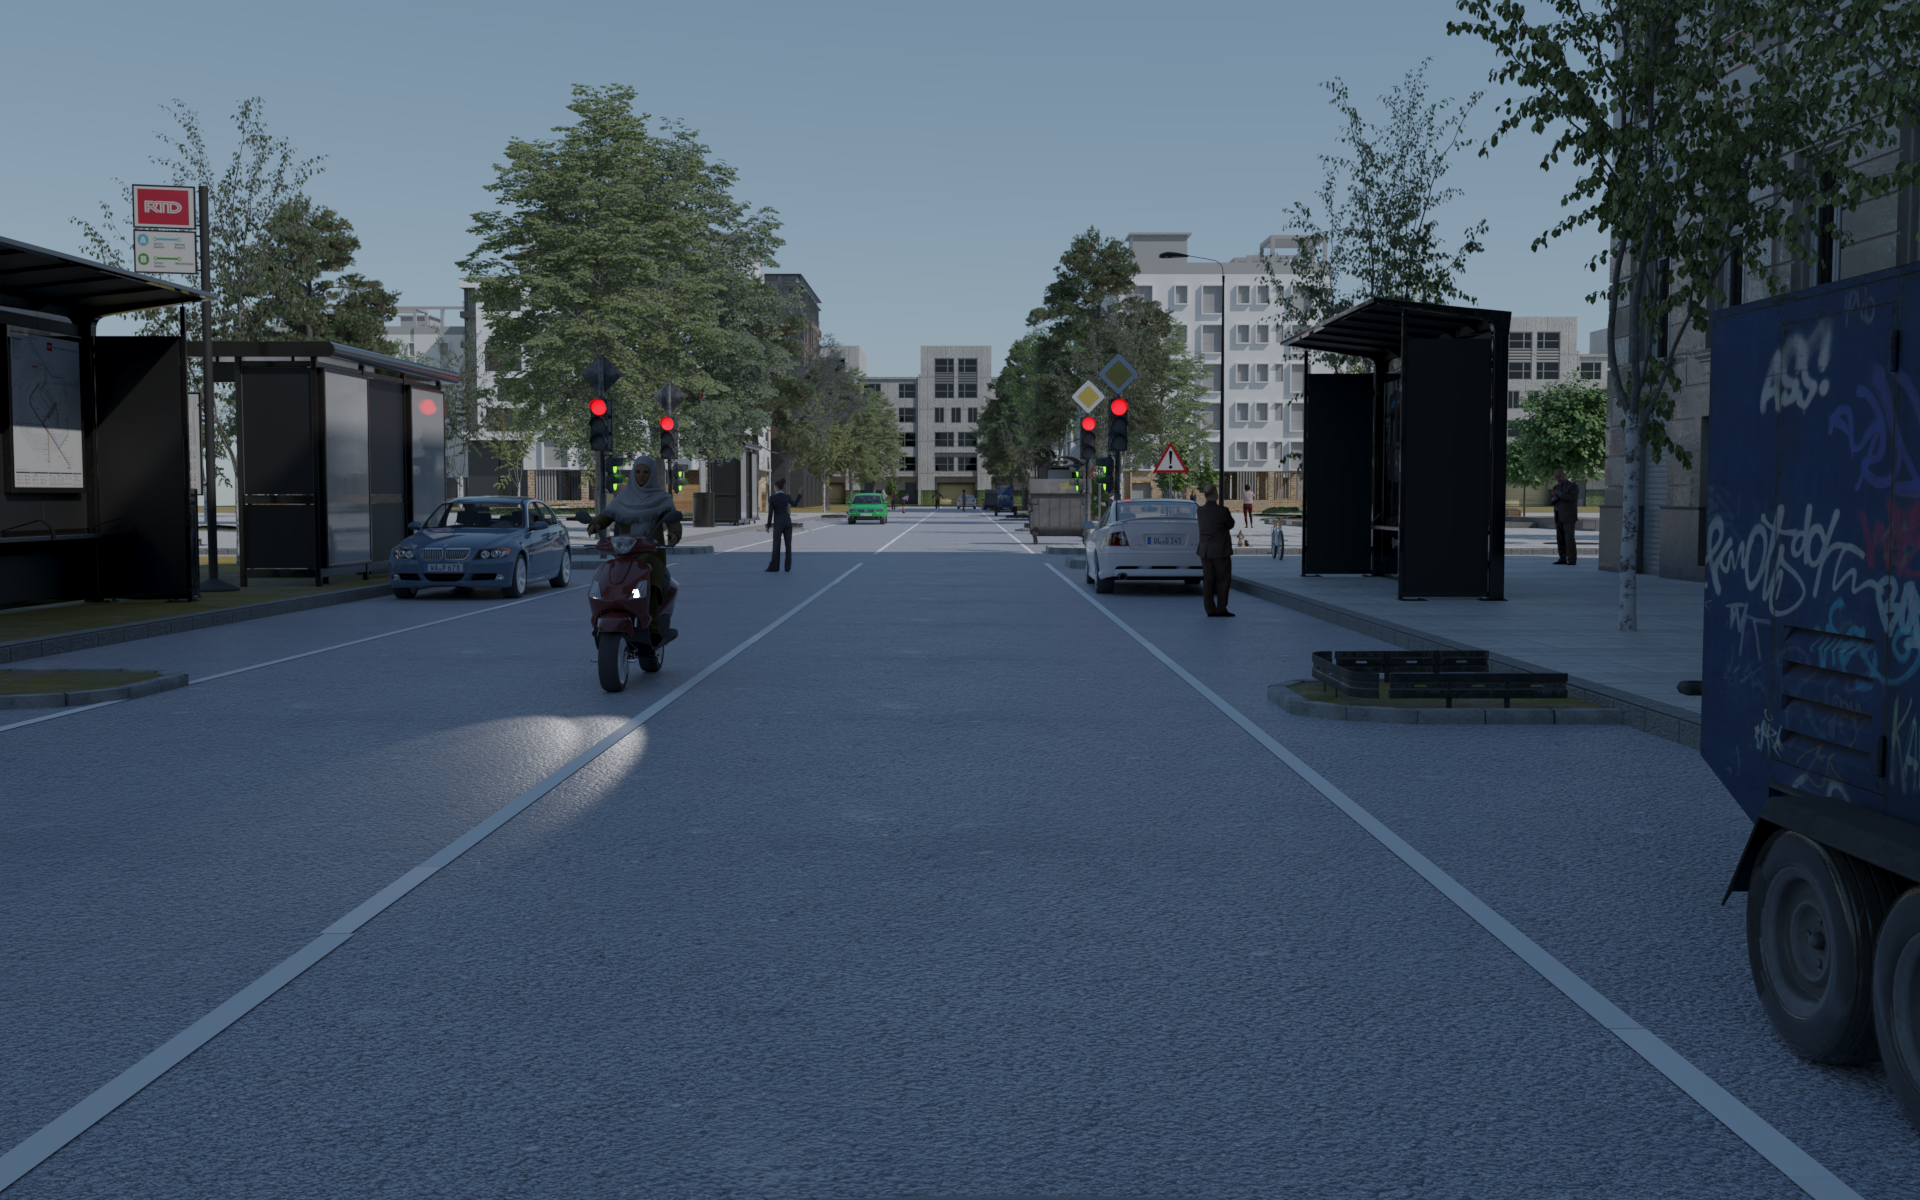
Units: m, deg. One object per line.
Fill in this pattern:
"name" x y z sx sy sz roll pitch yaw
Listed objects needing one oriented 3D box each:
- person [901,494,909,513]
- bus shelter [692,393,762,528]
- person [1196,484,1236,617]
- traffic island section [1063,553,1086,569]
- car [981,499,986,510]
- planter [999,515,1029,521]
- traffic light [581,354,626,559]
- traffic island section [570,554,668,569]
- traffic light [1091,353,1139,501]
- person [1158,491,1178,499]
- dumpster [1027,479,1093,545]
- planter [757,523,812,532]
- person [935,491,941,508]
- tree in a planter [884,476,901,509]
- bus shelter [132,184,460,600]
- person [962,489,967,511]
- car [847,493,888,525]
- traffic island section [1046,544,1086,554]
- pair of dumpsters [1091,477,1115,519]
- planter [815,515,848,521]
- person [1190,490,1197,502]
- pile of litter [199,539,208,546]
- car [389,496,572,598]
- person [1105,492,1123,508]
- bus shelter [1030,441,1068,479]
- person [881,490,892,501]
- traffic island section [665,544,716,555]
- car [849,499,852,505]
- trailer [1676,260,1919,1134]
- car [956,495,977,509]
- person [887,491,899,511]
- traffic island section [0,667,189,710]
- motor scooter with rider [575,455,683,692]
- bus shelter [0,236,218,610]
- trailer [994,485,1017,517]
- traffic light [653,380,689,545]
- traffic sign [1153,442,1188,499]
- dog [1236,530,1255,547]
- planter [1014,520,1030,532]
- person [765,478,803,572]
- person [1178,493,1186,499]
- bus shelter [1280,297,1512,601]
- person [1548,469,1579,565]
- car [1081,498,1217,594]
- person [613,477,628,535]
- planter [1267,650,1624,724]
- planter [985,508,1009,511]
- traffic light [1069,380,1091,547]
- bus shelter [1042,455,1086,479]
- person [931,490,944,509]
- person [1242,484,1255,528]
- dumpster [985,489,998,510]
"person" -4.109 -7.164 128.856 0.697 1.427 0.421 -3 5 -41
"bus shelter" -9.624 -5.679 70.482 2.179 5.291 8.768 0 3 0
"person" 2.979 -0.581 20.263 0.482 1.546 0.388 3 5 44
"traffic island section" 3.140 -0.741 34.395 2.009 0.180 2.903 0 3 0
"car" 2.930 -8.839 157.103 1.945 1.354 3.894 0 4 -1
"planter" 3.124 -4.455 93.982 1.991 0.319 1.994 0 3 0
"traffic light" -7.061 -2.753 34.263 0.839 4.213 0.868 0 3 0
"traffic island section" -7.101 -0.741 34.397 2.009 0.180 2.903 0 3 0
"traffic light" 3.100 -2.755 34.282 0.839 4.213 0.868 0 3 0
"person" 10.327 -4.909 86.833 0.750 1.759 0.617 -3 4 -36
"dumpster" 2.847 -2.521 49.431 1.865 1.857 1.264 0 4 1
"planter" -6.791 -2.820 67.248 1.991 0.319 1.994 0 3 0
"person" -2.400 -10.535 181.466 0.721 1.735 1.217 -2 4 -35
"tree in a planter" -6.820 -10.702 172.203 1.991 3.239 1.994 0 3 0
"bus shelter" -9.623 -2.911 25.225 2.179 5.291 8.768 0 3 0
"person" 0.357 -8.273 143.764 0.705 1.824 1.348 1 4 14
"car" -4.407 -4.530 82.866 1.959 1.807 4.718 0 4 0
"traffic island section" 3.138 -1.229 42.380 2.009 0.180 2.903 0 3 0
"pair of dumpsters" 5.805 -4.399 74.418 1.574 2.255 4.436 0 4 0
"planter" -6.802 -4.468 94.192 1.991 0.319 1.994 0 3 0
"person" 11.799 -4.853 87.937 0.480 1.512 0.613 -3 4 -39
"pile of litter" -19.448 -1.750 42.572 1.719 0.858 1.176 -1 4 -22
"car" -6.901 -0.815 25.332 2.014 1.417 4.499 0 3 0
"person" 6.338 -3.769 70.854 0.799 1.438 0.628 -3 5 -44
"bus shelter" 5.666 -8.210 111.870 2.179 5.291 8.768 0 4 0
"person" -5.662 -7.318 128.876 1.217 1.736 0.721 1 4 19
"traffic island section" -7.103 -1.229 42.382 2.009 0.180 2.903 0 3 0
"car" -6.939 -6.956 125.528 2.131 1.459 4.920 0 4 0
"trailer" 2.821 0.142 4.735 1.471 1.999 3.904 0 4 0
"car" 0.636 -9.565 168.755 2.083 1.381 4.827 0 4 0
"person" -5.801 -8.594 149.729 1.217 1.743 0.721 2 4 31
"traffic island section" -6.759 0.636 12.462 1.991 0.108 1.994 0 3 0
"motor scooter with rider" -2.530 -0.267 13.327 0.876 1.779 1.986 0 4 1
"bus shelter" -9.593 -1.601 17.460 1.731 3.624 6.357 0 4 0
"trailer" 2.921 -6.386 111.467 1.471 1.999 3.904 0 4 0
"traffic light" -7.063 -3.242 42.248 0.839 4.213 0.868 0 3 0
"traffic sign" 5.258 -2.647 43.276 0.884 2.594 0.081 0 4 7
"dog" 6.939 -1.484 42.003 0.748 0.427 0.550 -1 4 -20
"planter" 3.132 -2.807 67.038 1.991 0.319 1.994 0 3 0
"person" -3.249 -1.391 32.053 0.445 1.727 0.742 2 4 34
"person" 13.493 -6.033 105.206 0.750 1.759 0.617 2 4 29
"bus shelter" 5.798 -1.989 23.800 1.731 3.624 6.357 0 4 0
"person" 10.914 -1.507 31.365 0.565 1.739 0.600 2 4 35
"car" 2.906 -0.852 26.291 2.083 1.381 4.827 0 4 1
"person" -9.256 -2.498 47.576 0.565 1.739 0.600 0 4 -2
"planter" 3.146 0.574 11.753 1.991 0.319 1.994 0 3 0
"planter" 3.102 -7.526 144.194 1.991 0.319 1.994 0 3 0
"traffic light" 3.098 -3.243 42.267 0.839 4.213 0.868 0 3 0
"bus shelter" 5.550 -6.050 92.846 2.014 3.302 5.546 0 3 0
"person" -2.091 -9.395 162.200 1.348 1.812 0.705 1 4 15
"person" 10.905 -3.559 65.685 0.517 1.644 0.566 3 5 42
"dumpster" 3.066 -8.826 152.514 1.865 1.857 1.264 0 4 1
